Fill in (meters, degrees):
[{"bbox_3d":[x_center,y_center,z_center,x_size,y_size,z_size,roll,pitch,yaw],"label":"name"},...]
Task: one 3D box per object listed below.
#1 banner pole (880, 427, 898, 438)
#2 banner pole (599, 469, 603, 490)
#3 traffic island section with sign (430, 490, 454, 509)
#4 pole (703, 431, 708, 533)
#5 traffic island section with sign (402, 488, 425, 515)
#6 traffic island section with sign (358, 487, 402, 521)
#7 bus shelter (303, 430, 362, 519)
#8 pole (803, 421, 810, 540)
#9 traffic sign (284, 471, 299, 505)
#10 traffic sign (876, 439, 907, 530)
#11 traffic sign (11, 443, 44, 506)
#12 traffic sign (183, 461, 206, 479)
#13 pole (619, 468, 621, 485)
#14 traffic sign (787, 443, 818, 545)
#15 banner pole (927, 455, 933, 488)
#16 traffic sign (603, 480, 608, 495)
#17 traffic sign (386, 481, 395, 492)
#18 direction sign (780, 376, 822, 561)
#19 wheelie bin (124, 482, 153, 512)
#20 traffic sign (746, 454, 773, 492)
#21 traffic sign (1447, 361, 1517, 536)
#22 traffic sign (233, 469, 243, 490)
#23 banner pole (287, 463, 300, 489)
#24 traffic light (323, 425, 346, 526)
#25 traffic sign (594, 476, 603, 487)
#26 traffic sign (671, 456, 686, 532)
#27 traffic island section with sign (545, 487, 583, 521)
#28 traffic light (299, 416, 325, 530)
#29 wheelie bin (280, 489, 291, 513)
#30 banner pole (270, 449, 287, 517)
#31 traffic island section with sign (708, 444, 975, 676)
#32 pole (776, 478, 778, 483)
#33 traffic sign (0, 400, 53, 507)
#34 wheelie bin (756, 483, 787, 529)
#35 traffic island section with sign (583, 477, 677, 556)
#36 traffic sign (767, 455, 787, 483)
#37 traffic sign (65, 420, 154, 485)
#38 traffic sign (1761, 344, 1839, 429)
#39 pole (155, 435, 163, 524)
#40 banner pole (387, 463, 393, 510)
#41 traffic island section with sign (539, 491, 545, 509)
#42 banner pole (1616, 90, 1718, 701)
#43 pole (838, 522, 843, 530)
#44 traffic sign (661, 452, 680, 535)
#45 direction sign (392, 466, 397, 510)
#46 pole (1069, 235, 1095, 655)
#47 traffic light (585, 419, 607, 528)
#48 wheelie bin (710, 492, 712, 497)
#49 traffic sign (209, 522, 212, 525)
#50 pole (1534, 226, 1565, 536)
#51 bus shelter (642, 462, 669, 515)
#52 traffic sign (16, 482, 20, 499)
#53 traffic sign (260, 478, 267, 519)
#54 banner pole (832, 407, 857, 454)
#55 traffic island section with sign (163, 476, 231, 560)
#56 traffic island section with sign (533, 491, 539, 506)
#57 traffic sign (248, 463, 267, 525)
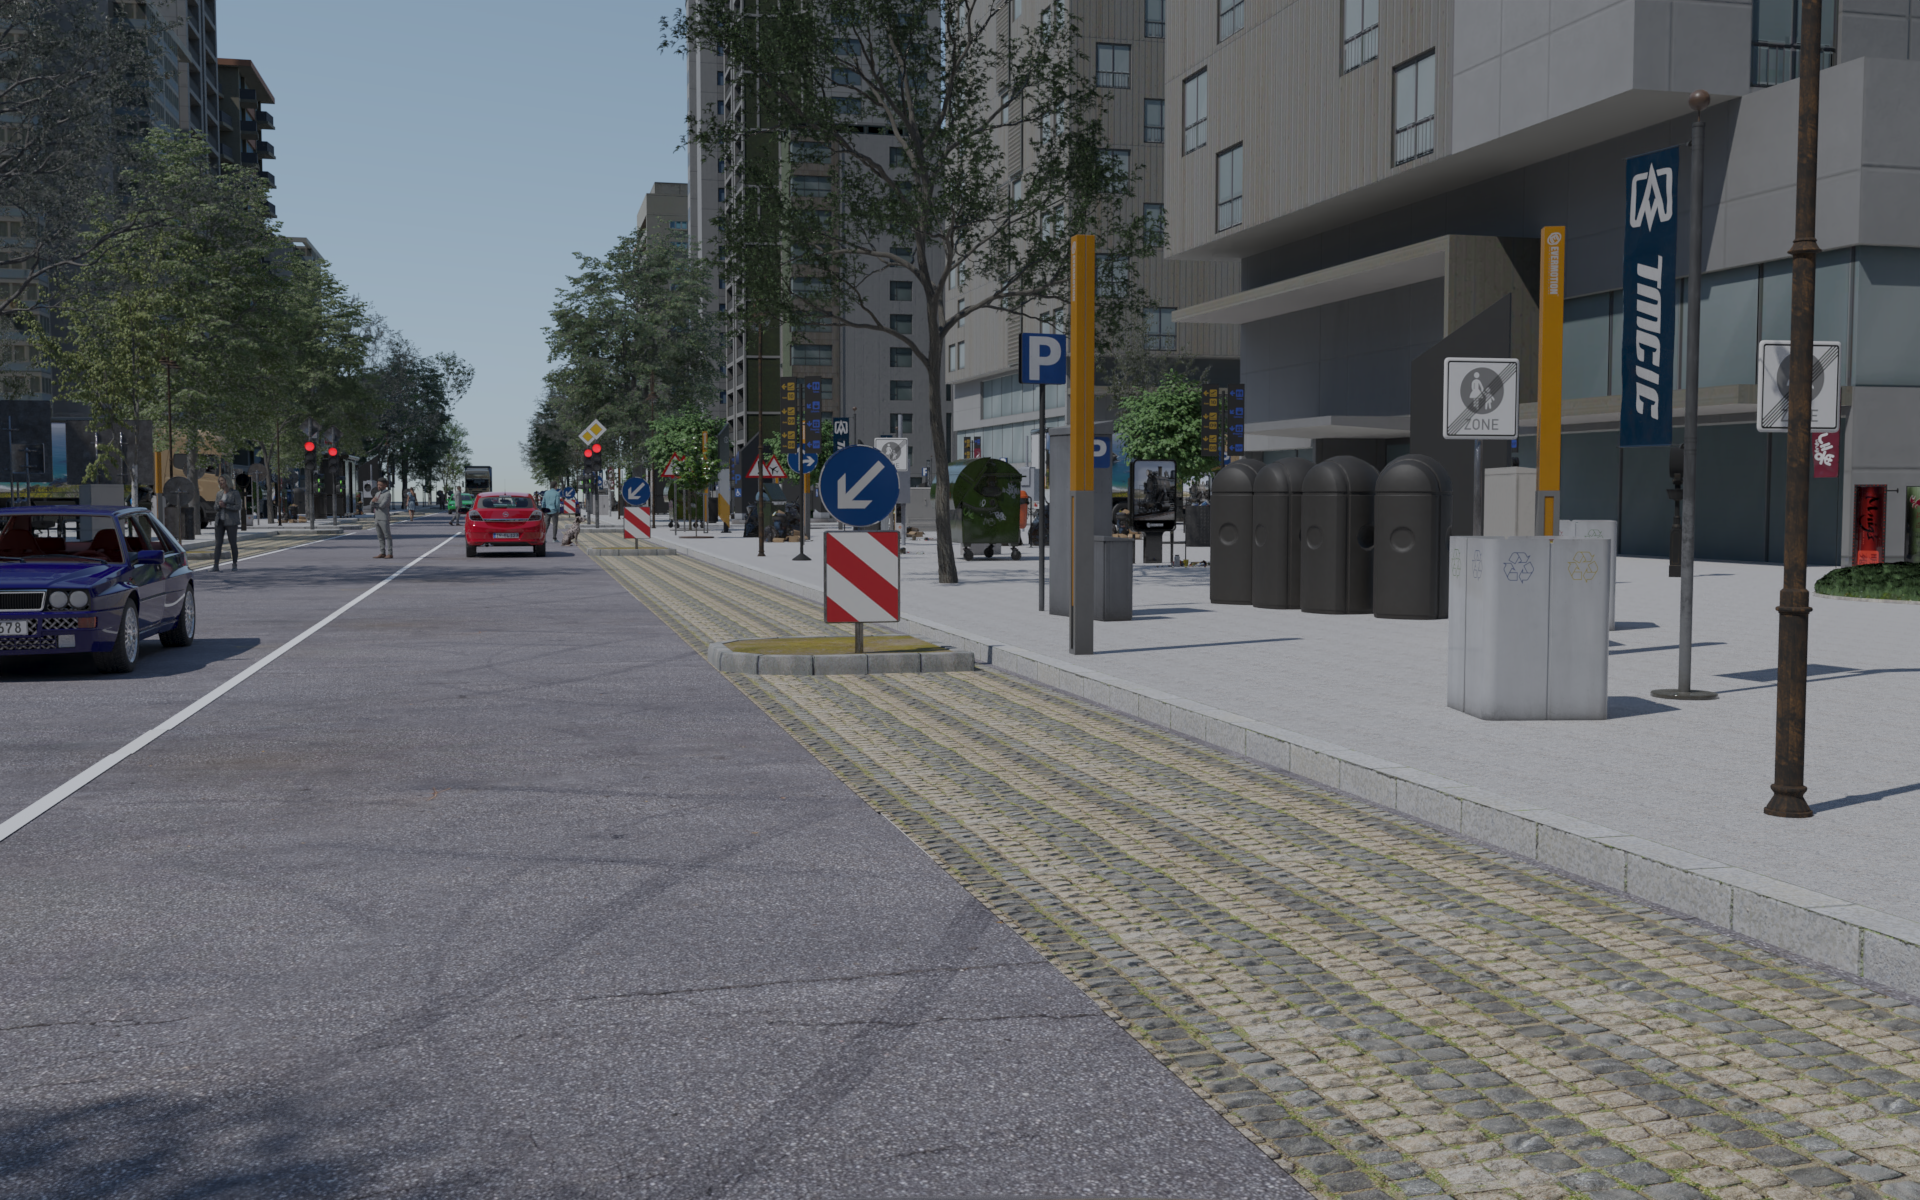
[{"bbox_3d":[-2.569,-4.551,64.420,0.863,3.779,0.401,0,4,7],"label":"banner pole"},{"bbox_3d":[-25.361,-8.060,121.802,0.863,3.779,0.401,3,4,37],"label":"banner pole"},{"bbox_3d":[-49.897,-9.653,166.457,1.989,1.847,2.006,-1,4,-14],"label":"traffic island section with sign"},{"bbox_3d":[-8.301,-3.831,56.486,0.158,3.312,0.155,0,3,0],"label":"pole"},{"bbox_3d":[-37.636,-6.713,118.388,1.989,1.847,2.006,-1,4,-14],"label":"traffic island section with sign"},{"bbox_3d":[-30.961,-5.110,92.178,1.989,1.847,2.006,-1,4,-14],"label":"traffic island section with sign"},{"bbox_3d":[-33.514,-7.009,92.222,2.179,5.291,8.768,-1,4,-14],"label":"bus shelter"},{"bbox_3d":[-4.280,-3.324,48.195,0.158,3.312,0.155,0,3,0],"label":"pole"},{"bbox_3d":[-36.963,-5.851,95.775,0.768,2.556,0.104,-1,4,-13],"label":"traffic sign"},{"bbox_3d":[-1.257,-1.808,31.692,0.606,2.300,0.079,0,4,-5],"label":"traffic sign"},{"bbox_3d":[-18.697,-1.997,34.774,0.606,2.300,0.079,-1,4,-9],"label":"traffic sign"},{"bbox_3d":[-27.251,-3.764,61.655,0.768,2.556,0.104,-1,4,-12],"label":"traffic sign"},{"bbox_3d":[-23.835,-7.790,121.217,0.158,3.312,0.155,0,3,0],"label":"pole"},{"bbox_3d":[-3.945,-2.652,43.459,0.768,2.556,0.104,0,4,-6],"label":"traffic sign"},{"bbox_3d":[-1.947,-7.428,111.469,0.401,3.779,0.863,2,4,30],"label":"banner pole"},{"bbox_3d":[-25.354,-7.465,124.189,0.606,2.300,0.079,-1,4,-14],"label":"traffic sign"},{"bbox_3d":[-46.938,-8.718,142.550,0.884,2.594,0.081,-1,4,-11],"label":"traffic sign"},{"bbox_3d":[-3.057,-2.530,33.358,0.876,3.537,0.379,1,4,22],"label":"direction sign"},{"bbox_3d":[-21.700,-2.318,45.814,0.693,1.594,0.980,-2,4,-28],"label":"wheelie bin"},{"bbox_3d":[-6.518,-3.440,56.241,0.884,2.594,0.081,0,4,-8],"label":"traffic sign"},{"bbox_3d":[3.922,-0.673,13.129,0.606,2.300,0.079,-1,4,-12],"label":"traffic sign"},{"bbox_3d":[-29.389,-4.165,70.226,0.606,2.300,0.079,-1,4,-9],"label":"traffic sign"},{"bbox_3d":[-43.671,-7.567,113.739,0.863,3.779,0.401,1,4,21],"label":"banner pole"},{"bbox_3d":[-25.259,-4.956,69.946,0.839,4.253,0.868,-1,4,-14],"label":"traffic light"},{"bbox_3d":[-24.731,-7.221,118.162,0.768,2.556,0.104,0,4,-5],"label":"traffic sign"},{"bbox_3d":[-9.330,-3.584,58.595,0.884,2.594,0.081,0,4,-8],"label":"traffic sign"},{"bbox_3d":[-21.190,-5.184,93.385,1.989,1.847,2.006,-1,4,-14],"label":"traffic island section with sign"},{"bbox_3d":[-23.286,-4.482,62.207,0.839,4.253,0.868,-1,4,-14],"label":"traffic light"},{"bbox_3d":[-44.610,-6.536,114.777,0.980,1.594,0.693,-1,4,-15],"label":"wheelie bin"},{"bbox_3d":[-37.482,-6.410,94.827,0.401,3.779,0.863,1,4,16],"label":"banner pole"},{"bbox_3d":[-1.087,-0.364,14.572,1.989,1.847,2.006,-1,4,-14],"label":"traffic island section with sign"},{"bbox_3d":[-10.798,-6.626,102.184,0.158,3.312,0.155,0,3,0],"label":"pole"},{"bbox_3d":[-20.846,-2.663,37.419,2.265,3.308,0.079,-1,4,-14],"label":"traffic sign"},{"bbox_3d":[-5.443,-2.554,49.674,0.693,1.594,0.980,3,4,38],"label":"wheelie bin"},{"bbox_3d":[-7.773,-1.967,40.782,1.989,1.847,2.006,-1,4,-14],"label":"traffic island section with sign"},{"bbox_3d":[-6.127,-3.490,57.072,0.884,2.594,0.081,0,4,-7],"label":"traffic sign"},{"bbox_3d":[-23.292,-3.278,47.466,2.265,3.308,0.079,0,4,-6],"label":"traffic sign"},{"bbox_3d":[5.608,-0.583,11.663,0.606,2.300,0.079,-1,4,-11],"label":"traffic sign"},{"bbox_3d":[-27.697,-4.039,59.881,0.158,3.312,0.155,0,3,0],"label":"pole"},{"bbox_3d":[-45.944,-9.157,139.730,0.401,3.779,0.863,1,4,19],"label":"banner pole"},{"bbox_3d":[-28.081,-6.839,120.445,1.989,1.847,2.006,-1,4,-14],"label":"traffic island section with sign"},{"bbox_3d":[4.498,-1.287,11.053,0.401,3.779,0.863,-1,4,-21],"label":"banner pole"},{"bbox_3d":[-4.292,-4.175,62.097,0.158,3.312,0.155,0,3,0],"label":"pole"},{"bbox_3d":[-8.806,-3.276,53.573,0.884,2.594,0.081,-1,4,-9],"label":"traffic sign"},{"bbox_3d":[-46.318,-9.153,141.652,0.379,3.537,0.876,0,4,-4],"label":"direction sign"},{"bbox_3d":[0.971,-1.219,13.779,0.158,3.312,0.155,0,3,0],"label":"pole"},{"bbox_3d":[-13.588,-4.634,64.687,0.839,4.253,0.868,-1,4,-14],"label":"traffic light"},{"bbox_3d":[-17.049,-6.630,116.303,0.693,1.594,0.980,-2,4,-35],"label":"wheelie bin"},{"bbox_3d":[-30.725,-4.332,70.929,0.768,2.556,0.104,0,4,-8],"label":"traffic sign"},{"bbox_3d":[4.535,-1.193,13.342,0.158,3.312,0.155,0,3,0],"label":"pole"},{"bbox_3d":[-18.981,-8.098,110.041,2.179,5.291,8.768,-1,4,-14],"label":"bus shelter"},{"bbox_3d":[-25.345,-2.850,46.607,0.884,2.594,0.081,-1,4,-10],"label":"traffic sign"},{"bbox_3d":[-36.290,-5.440,90.125,0.795,2.450,0.064,-1,4,-9],"label":"traffic sign"},{"bbox_3d":[-3.240,-3.647,49.653,0.863,3.779,0.401,0,4,2],"label":"banner pole"},{"bbox_3d":[-17.139,-1.795,37.973,1.989,1.847,2.006,-1,4,-14],"label":"traffic island section with sign"},{"bbox_3d":[-40.516,-9.824,169.254,1.989,1.847,2.006,-1,4,-14],"label":"traffic island section with sign"},{"bbox_3d":[-28.874,-4.349,71.214,0.768,2.556,0.104,-1,4,-9],"label":"traffic sign"}]
